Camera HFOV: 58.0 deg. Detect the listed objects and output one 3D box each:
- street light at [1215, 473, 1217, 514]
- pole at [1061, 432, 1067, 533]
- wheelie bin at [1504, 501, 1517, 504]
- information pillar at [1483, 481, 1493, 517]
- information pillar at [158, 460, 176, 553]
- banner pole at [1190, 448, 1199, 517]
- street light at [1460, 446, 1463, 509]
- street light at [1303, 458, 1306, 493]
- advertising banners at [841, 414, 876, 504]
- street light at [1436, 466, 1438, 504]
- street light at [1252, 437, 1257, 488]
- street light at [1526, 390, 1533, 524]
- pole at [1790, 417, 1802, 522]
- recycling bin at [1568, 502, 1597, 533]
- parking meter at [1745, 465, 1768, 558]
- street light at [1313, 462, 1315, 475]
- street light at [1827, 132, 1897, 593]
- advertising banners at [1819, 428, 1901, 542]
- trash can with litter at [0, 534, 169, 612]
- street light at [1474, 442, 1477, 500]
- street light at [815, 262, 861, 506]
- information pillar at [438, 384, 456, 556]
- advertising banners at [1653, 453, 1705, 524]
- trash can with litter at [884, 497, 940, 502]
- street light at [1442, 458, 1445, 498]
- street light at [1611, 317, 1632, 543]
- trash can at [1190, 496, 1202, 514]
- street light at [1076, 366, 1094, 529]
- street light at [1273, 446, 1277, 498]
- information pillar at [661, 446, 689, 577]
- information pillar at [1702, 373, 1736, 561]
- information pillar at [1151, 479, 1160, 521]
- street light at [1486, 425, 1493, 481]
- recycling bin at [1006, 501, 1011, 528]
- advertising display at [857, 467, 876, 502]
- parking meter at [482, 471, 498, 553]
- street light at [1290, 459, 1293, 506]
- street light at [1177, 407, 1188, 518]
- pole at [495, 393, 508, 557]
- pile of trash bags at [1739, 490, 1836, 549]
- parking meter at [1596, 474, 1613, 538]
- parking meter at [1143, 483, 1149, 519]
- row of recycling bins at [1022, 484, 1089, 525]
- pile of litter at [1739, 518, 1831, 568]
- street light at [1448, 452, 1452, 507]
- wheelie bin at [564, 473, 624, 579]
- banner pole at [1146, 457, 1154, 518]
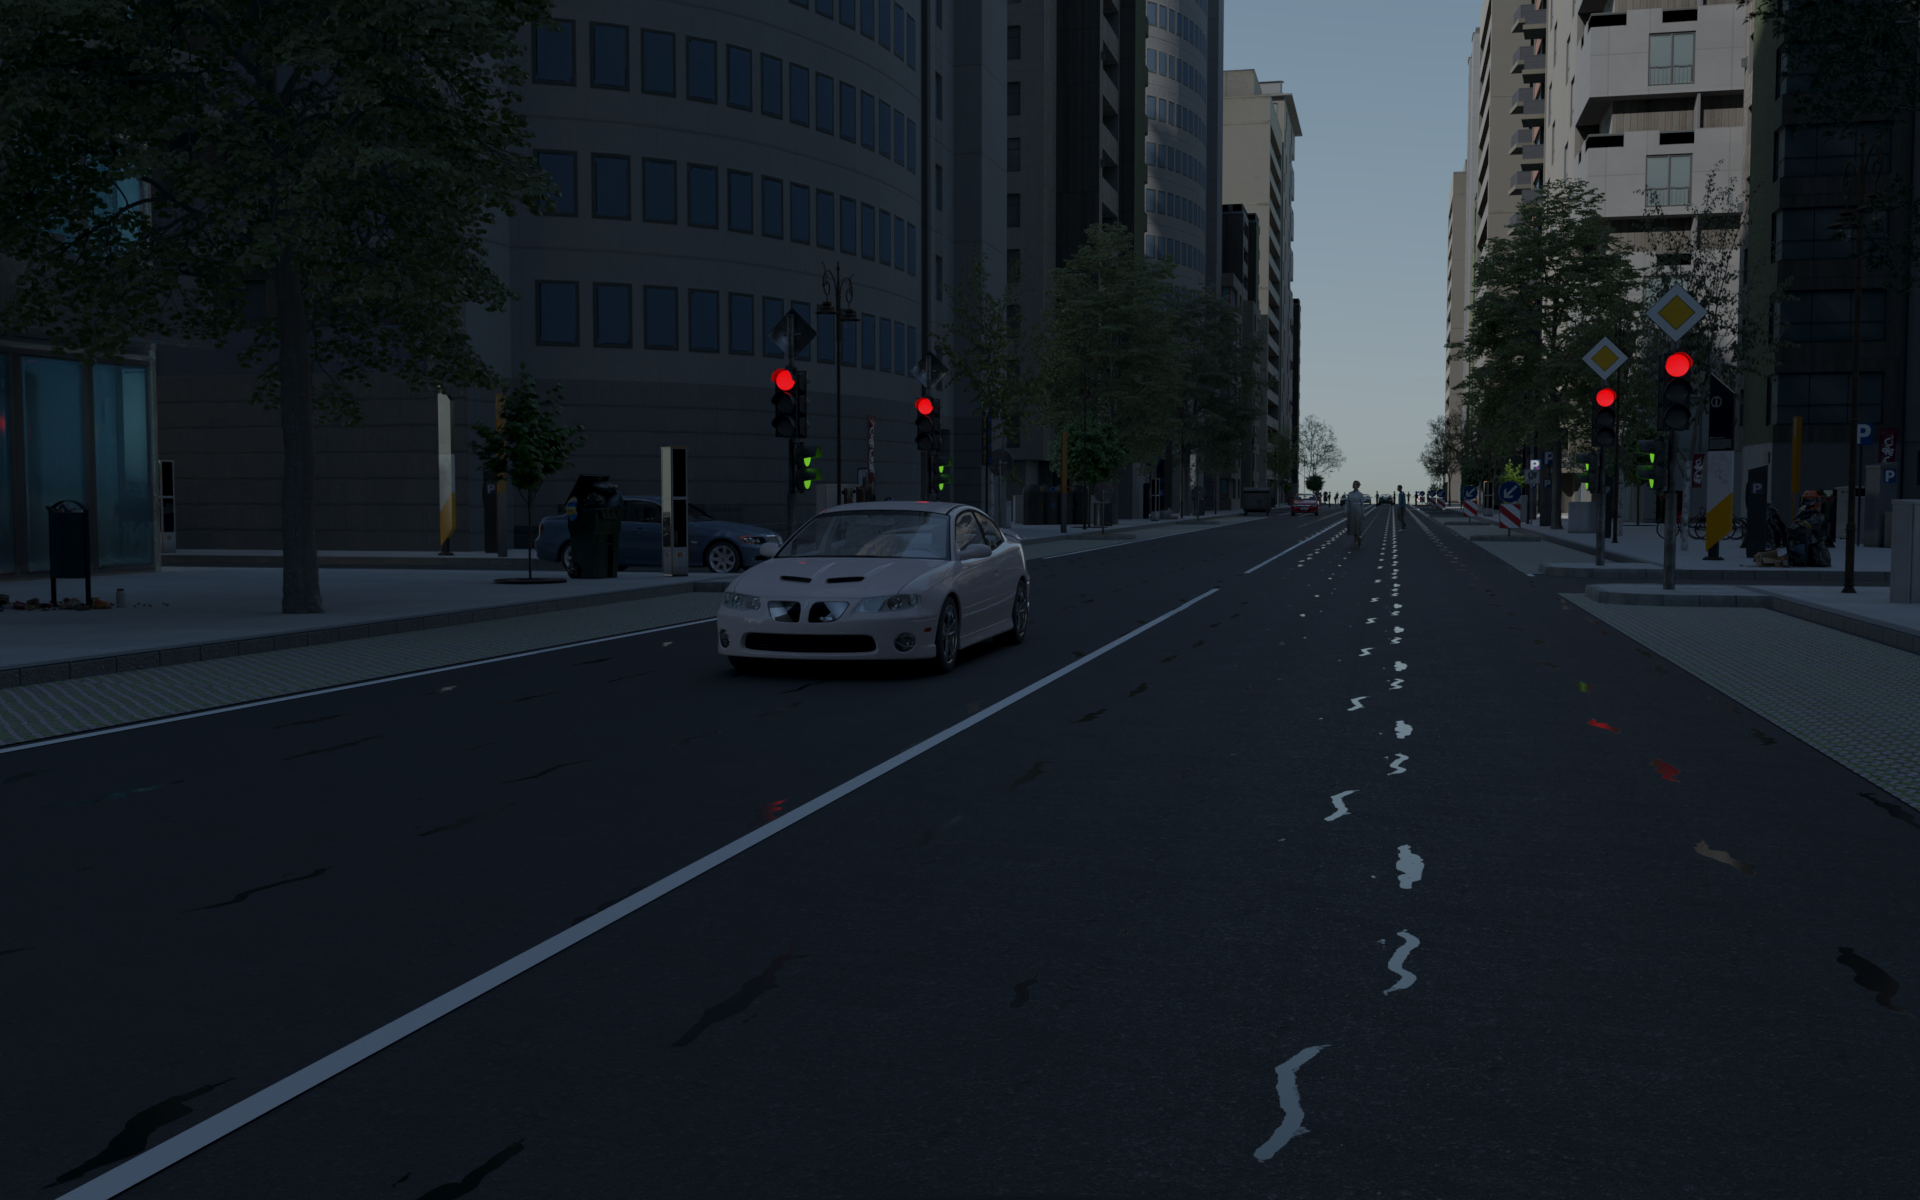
[{"bbox_3d":[16.097,-8.326,108.914,0.468,5.910,1.993,1,4,14],"label":"street light"},{"bbox_3d":[3.408,-3.854,56.852,0.158,3.312,0.155,0,3,0],"label":"pole"},{"bbox_3d":[32.813,-5.824,103.134,0.980,1.594,0.693,-3,5,-44],"label":"wheelie bin"},{"bbox_3d":[30.458,-5.849,100.130,0.304,2.012,0.304,2,4,29],"label":"information pillar"},{"bbox_3d":[-17.215,-2.020,37.524,0.304,2.012,0.304,3,5,43],"label":"information pillar"},{"bbox_3d":[12.923,-6.444,95.370,0.401,3.779,0.863,-2,4,-31],"label":"banner pole"},{"bbox_3d":[43.132,-10.770,148.871,0.468,5.910,1.993,1,4,14],"label":"street light"},{"bbox_3d":[43.373,-15.005,218.115,0.468,5.910,1.993,1,4,14],"label":"street light"},{"bbox_3d":[-2.167,-2.532,37.584,0.090,3.025,2.074,1,4,17],"label":"advertising banners"},{"bbox_3d":[62.615,-15.558,227.153,0.468,5.910,1.993,1,4,14],"label":"street light"},{"bbox_3d":[23.154,-10.045,137.019,0.468,5.910,1.993,1,4,14],"label":"street light"},{"bbox_3d":[24.240,-6.174,73.738,0.468,5.910,1.993,1,4,14],"label":"street light"},{"bbox_3d":[22.083,-3.175,45.759,0.158,3.312,0.155,0,3,0],"label":"pole"},{"bbox_3d":[20.478,-2.716,56.962,0.722,1.027,0.722,3,5,42],"label":"recycling bin"},{"bbox_3d":[15.994,-1.779,34.805,0.399,1.863,0.255,2,4,26],"label":"parking meter"},{"bbox_3d":[50.447,-16.755,246.734,0.468,5.910,1.993,1,4,14],"label":"street light"},{"bbox_3d":[11.540,-3.029,22.308,0.468,5.910,1.993,1,4,14],"label":"street light"},{"bbox_3d":[23.785,-3.041,45.911,2.074,3.025,0.090,0,4,8],"label":"advertising banners"},{"bbox_3d":[-10.286,-0.522,19.591,2.233,1.210,1.678,1,4,19],"label":"trash can with litter"},{"bbox_3d":[35.885,-9.022,120.298,0.468,5.910,1.993,1,4,14],"label":"street light"},{"bbox_3d":[-2.426,-3.782,34.623,0.468,5.910,1.993,1,4,14],"label":"street light"},{"bbox_3d":[-10.675,-2.731,36.002,0.504,3.616,0.183,3,5,43],"label":"information pillar"},{"bbox_3d":[31.072,-4.809,74.809,2.074,3.025,0.090,0,4,7],"label":"advertising banners"},{"bbox_3d":[-0.941,-2.208,47.160,1.678,1.210,2.233,2,4,24],"label":"trash can with litter"},{"bbox_3d":[55.602,-13.846,199.174,0.468,5.910,1.993,1,4,14],"label":"street light"},{"bbox_3d":[17.187,-4.433,45.274,0.468,5.910,1.993,1,4,14],"label":"street light"},{"bbox_3d":[14.442,-5.758,105.797,0.748,1.137,0.748,0,3,0],"label":"trash can"},{"bbox_3d":[4.518,-5.494,62.620,0.468,5.910,1.993,1,4,14],"label":"street light"},{"bbox_3d":[30.106,-11.783,165.436,0.468,5.910,1.993,1,4,14],"label":"street light"},{"bbox_3d":[-4.434,-1.373,26.935,0.304,2.012,0.304,-3,5,-40],"label":"information pillar"},{"bbox_3d":[14.661,-2.572,33.413,0.183,3.616,0.504,-3,5,-41],"label":"information pillar"},{"bbox_3d":[9.231,-4.734,81.900,0.304,2.012,0.304,3,5,45],"label":"information pillar"},{"bbox_3d":[31.374,-7.932,102.478,0.468,5.910,1.993,1,4,14],"label":"street light"},{"bbox_3d":[1.447,-3.214,65.099,0.722,1.027,0.722,-2,4,-32],"label":"recycling bin"},{"bbox_3d":[-2.267,-2.246,41.937,0.123,1.923,0.974,-1,4,-23],"label":"advertising display"},{"bbox_3d":[-10.137,-1.951,37.610,0.399,1.863,0.255,1,4,9],"label":"parking meter"},{"bbox_3d":[36.266,-13.271,189.763,0.468,5.910,1.993,1,4,14],"label":"street light"},{"bbox_3d":[11.692,-7.238,91.124,0.468,5.910,1.993,1,4,14],"label":"street light"},{"bbox_3d":[-9.317,-2.528,35.183,0.158,3.312,0.155,0,3,0],"label":"pole"},{"bbox_3d":[20.186,-1.963,41.850,1.912,1.369,3.447,3,5,39],"label":"pile of trash bags"},{"bbox_3d":[18.747,-2.731,50.371,0.399,1.863,0.255,-2,4,-23],"label":"parking meter"},{"bbox_3d":[9.620,-5.126,89.523,0.255,1.863,0.399,-1,4,-9],"label":"parking meter"},{"bbox_3d":[3.984,-4.017,72.784,3.534,1.692,1.069,-3,5,-42],"label":"row of recycling bins"},{"bbox_3d":[14.608,-1.018,30.610,1.719,0.858,1.176,0,4,3],"label":"pile of litter"},{"bbox_3d":[50.131,-12.508,177.294,0.468,5.910,1.993,1,4,14],"label":"street light"},{"bbox_3d":[-5.544,-1.132,26.420,0.693,1.594,0.980,2,4,30],"label":"wheelie bin"},{"bbox_3d":[10.272,-6.335,93.586,0.863,3.779,0.401,-3,4,-36],"label":"banner pole"}]
